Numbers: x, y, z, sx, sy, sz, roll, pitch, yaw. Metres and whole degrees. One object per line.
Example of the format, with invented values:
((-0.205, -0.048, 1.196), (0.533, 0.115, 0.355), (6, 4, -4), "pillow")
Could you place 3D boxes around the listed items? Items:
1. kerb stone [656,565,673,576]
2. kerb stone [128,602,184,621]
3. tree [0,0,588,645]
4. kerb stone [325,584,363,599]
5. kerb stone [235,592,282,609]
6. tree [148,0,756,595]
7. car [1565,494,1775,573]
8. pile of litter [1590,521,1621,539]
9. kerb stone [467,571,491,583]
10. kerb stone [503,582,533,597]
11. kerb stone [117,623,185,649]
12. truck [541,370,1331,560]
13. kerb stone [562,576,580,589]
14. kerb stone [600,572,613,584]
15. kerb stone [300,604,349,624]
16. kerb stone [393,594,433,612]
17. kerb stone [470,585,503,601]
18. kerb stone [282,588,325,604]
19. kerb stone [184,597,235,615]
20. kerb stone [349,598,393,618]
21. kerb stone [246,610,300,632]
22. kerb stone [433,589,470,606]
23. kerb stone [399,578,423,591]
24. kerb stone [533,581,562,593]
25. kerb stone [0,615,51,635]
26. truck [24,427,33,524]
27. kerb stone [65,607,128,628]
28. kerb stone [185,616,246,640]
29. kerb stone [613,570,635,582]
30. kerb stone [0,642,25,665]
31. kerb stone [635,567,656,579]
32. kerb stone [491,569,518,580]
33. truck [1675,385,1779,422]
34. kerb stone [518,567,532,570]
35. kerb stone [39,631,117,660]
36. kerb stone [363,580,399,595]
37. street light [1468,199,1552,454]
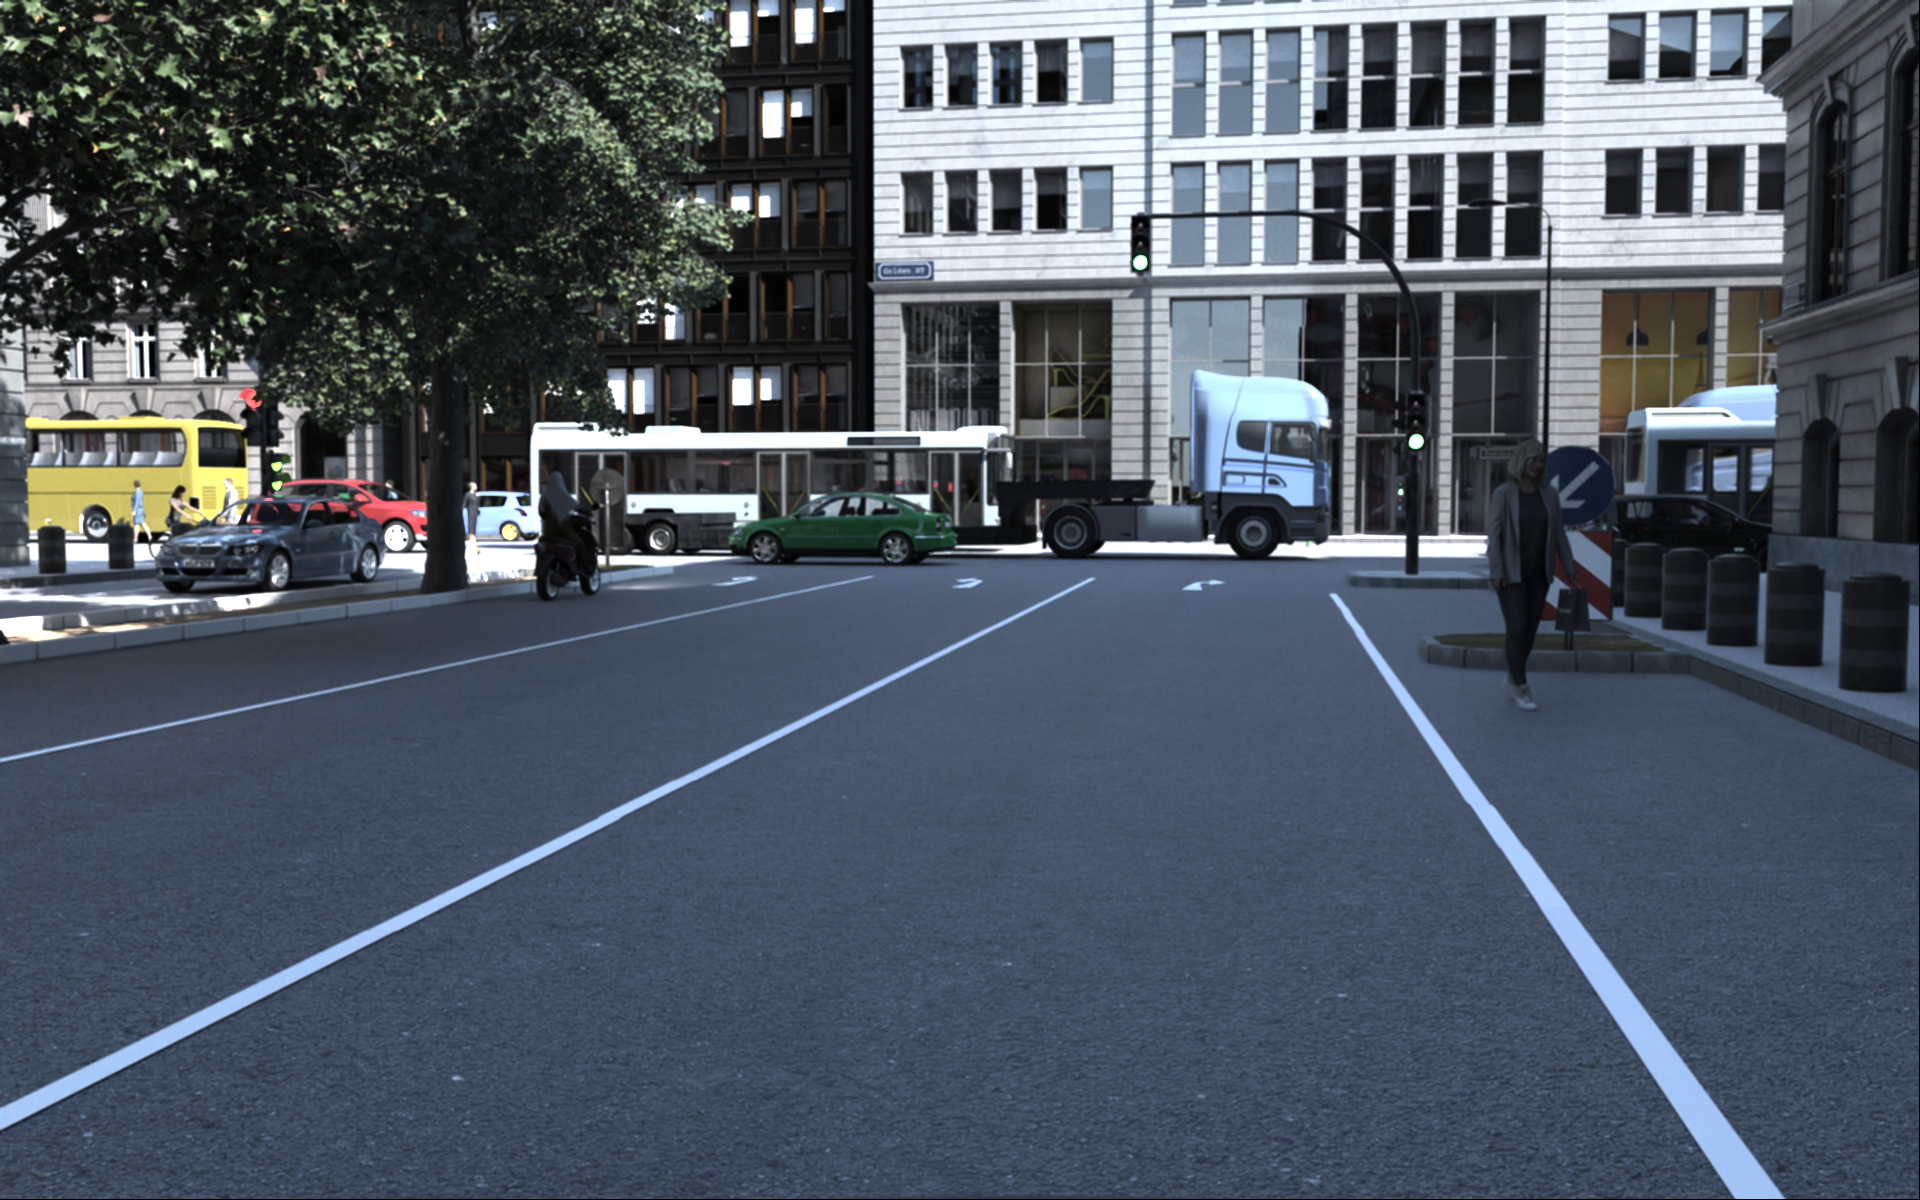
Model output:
((-5.297, -0.517, 30.650), (0.120, 0.150, 1.000), (1, 4, 10), "kerb stone")
((-9.305, 0.141, 19.896), (0.120, 0.150, 1.000), (1, 4, 10), "kerb stone")
((-8.518, -5.811, 14.476), (9.611, 12.733, 9.660), (0, 3, 0), "tree")
((-8.602, -0.107, 23.956), (0.120, 0.150, 1.000), (1, 4, 10), "kerb stone")
((-8.951, 0.018, 21.921), (0.120, 0.150, 1.000), (1, 4, 10), "kerb stone")
((-7.285, -7.038, 24.187), (9.857, 13.997, 8.962), (0, 3, 0), "tree")
((12.377, -1.208, 29.529), (4.222, 1.686, 2.009), (1, 4, 10), "car")
((10.412, -0.819, 27.363), (1.176, 0.858, 1.719), (0, 4, 5), "pile of litter")
((-7.897, -0.355, 27.998), (0.120, 0.150, 1.000), (1, 4, 10), "kerb stone")
((-6.358, -0.143, 24.590), (0.120, 0.150, 1.000), (1, 4, 10), "kerb stone")
((-7.772, 0.348, 16.504), (0.120, 0.150, 1.000), (1, 4, 10), "kerb stone")
((-0.373, -3.059, 39.767), (18.799, 4.110, 2.967), (1, 4, 11), "truck")
((-5.995, -0.270, 26.608), (0.120, 0.150, 1.000), (1, 4, 10), "kerb stone")
((-5.825, -0.331, 27.619), (0.120, 0.150, 1.000), (1, 4, 10), "kerb stone")
((-7.245, 0.169, 19.543), (0.120, 0.150, 1.000), (1, 4, 10), "kerb stone")
((-6.879, 0.040, 21.559), (0.120, 0.150, 1.000), (1, 4, 10), "kerb stone")
((-6.532, -0.085, 23.580), (0.120, 0.150, 1.000), (1, 4, 10), "kerb stone")
((-8.768, -0.045, 22.935), (0.120, 0.150, 1.000), (1, 4, 10), "kerb stone")
((-9.127, 0.080, 20.905), (0.120, 0.150, 1.000), (1, 4, 10), "kerb stone")
((-7.058, 0.101, 20.550), (0.120, 0.150, 1.000), (1, 4, 10), "kerb stone")
((-7.416, 0.231, 18.523), (0.120, 0.150, 1.000), (1, 4, 10), "kerb stone")
((-6.707, -0.015, 22.570), (0.120, 0.150, 1.000), (1, 4, 10), "kerb stone")
((-8.242, -0.231, 25.977), (0.120, 0.150, 1.000), (1, 4, 10), "kerb stone")
((-6.171, -0.208, 25.598), (0.120, 0.150, 1.000), (1, 4, 10), "kerb stone")
((-9.659, 0.264, 17.876), (0.120, 0.150, 1.000), (1, 4, 10), "kerb stone")
((-25.407, -2.644, 39.153), (9.791, 3.379, 3.469), (1, 4, 10), "truck")
((-9.481, 0.204, 18.886), (0.120, 0.150, 1.000), (1, 4, 10), "kerb stone")
((-7.595, 0.288, 17.514), (0.120, 0.150, 1.000), (1, 4, 10), "kerb stone")
((-5.643, -0.393, 28.628), (0.120, 0.150, 1.000), (1, 4, 10), "kerb stone")
((-8.122, 0.473, 14.470), (0.120, 0.150, 1.000), (1, 4, 10), "kerb stone")
((-5.469, -0.450, 29.638), (0.120, 0.150, 1.000), (1, 4, 10), "kerb stone")
((-7.714, -0.416, 29.015), (0.120, 0.150, 1.000), (1, 4, 10), "kerb stone")
((25.692, -3.083, 40.172), (18.799, 4.110, 2.967), (1, 4, 9), "truck")
((-7.532, -0.474, 30.030), (0.120, 0.150, 1.000), (1, 4, 10), "kerb stone")
((-7.945, 0.410, 15.490), (0.120, 0.150, 1.000), (1, 4, 10), "kerb stone")
((-8.422, -0.169, 24.965), (0.120, 0.150, 1.000), (1, 4, 10), "kerb stone")
((8.695, -3.352, 27.340), (1.470, 5.913, 1.316), (1, 4, 10), "street light")
